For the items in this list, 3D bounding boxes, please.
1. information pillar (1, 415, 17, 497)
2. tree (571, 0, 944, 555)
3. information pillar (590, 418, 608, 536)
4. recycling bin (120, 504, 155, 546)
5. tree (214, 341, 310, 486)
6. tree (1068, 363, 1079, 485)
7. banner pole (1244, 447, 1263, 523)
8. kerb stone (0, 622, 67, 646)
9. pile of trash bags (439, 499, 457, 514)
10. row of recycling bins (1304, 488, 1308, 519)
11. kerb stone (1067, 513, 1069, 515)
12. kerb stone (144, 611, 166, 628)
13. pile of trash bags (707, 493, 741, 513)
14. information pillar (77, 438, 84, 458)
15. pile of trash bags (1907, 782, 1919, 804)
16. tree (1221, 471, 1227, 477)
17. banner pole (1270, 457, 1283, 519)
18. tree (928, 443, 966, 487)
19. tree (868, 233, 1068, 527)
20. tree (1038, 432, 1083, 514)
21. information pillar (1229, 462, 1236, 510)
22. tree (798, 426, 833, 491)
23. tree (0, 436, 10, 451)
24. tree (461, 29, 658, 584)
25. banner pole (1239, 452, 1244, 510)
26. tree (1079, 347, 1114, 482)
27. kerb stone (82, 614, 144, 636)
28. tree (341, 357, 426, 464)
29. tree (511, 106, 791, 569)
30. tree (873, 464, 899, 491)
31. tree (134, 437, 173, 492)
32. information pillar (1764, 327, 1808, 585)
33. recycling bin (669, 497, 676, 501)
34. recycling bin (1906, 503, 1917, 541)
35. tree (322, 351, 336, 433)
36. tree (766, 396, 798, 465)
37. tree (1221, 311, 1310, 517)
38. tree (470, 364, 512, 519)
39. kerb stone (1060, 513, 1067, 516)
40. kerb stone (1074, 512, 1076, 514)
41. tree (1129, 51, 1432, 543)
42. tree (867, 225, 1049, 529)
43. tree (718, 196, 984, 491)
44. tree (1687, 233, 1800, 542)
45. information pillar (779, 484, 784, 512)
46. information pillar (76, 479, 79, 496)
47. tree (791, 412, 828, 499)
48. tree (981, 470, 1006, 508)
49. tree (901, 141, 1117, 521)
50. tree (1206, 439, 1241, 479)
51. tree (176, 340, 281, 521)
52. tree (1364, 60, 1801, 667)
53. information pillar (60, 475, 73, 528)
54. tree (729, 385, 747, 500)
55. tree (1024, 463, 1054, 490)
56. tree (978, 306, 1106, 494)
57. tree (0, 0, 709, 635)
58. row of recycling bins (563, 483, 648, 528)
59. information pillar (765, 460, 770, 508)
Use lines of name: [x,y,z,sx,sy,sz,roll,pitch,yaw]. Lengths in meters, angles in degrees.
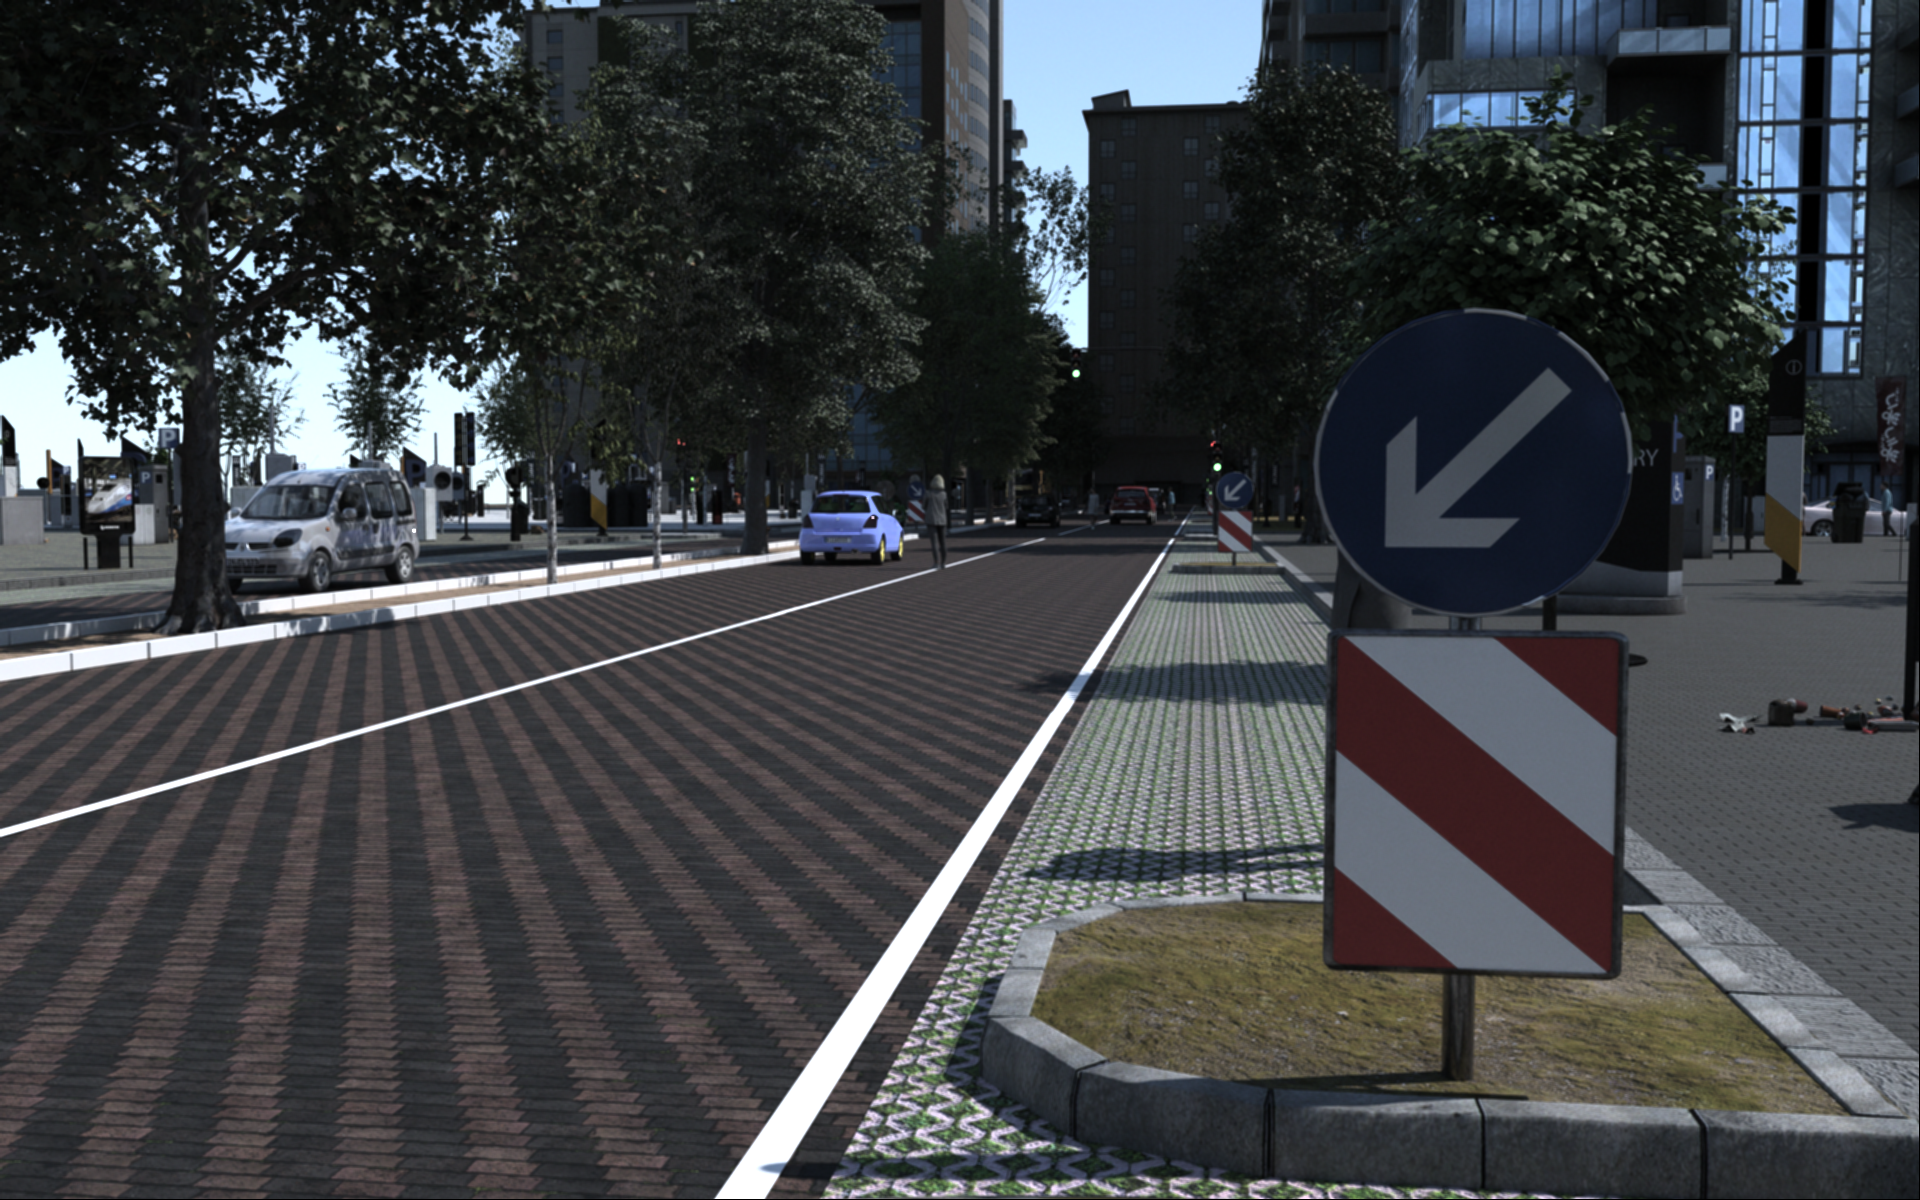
information pillar: [-28.277,-3.679,51.513,0.183,3.616,0.504,1,4,10]
tree: [-4.818,-8.025,40.324,9.857,13.997,8.962,0,3,0]
information pillar: [-11.055,-3.771,53.011,0.504,3.616,0.183,-1,4,-16]
recycling bin: [-20.619,-1.873,43.175,0.722,1.027,0.722,1,4,21]
tree: [-31.910,-7.829,78.360,4.360,8.622,3.978,0,3,0]
tree: [1.351,-9.893,82.336,7.486,12.596,7.792,0,3,0]
banner pole: [13.289,-5.368,77.776,0.401,3.779,0.863,-2,4,-24]
kerb stone: [-8.951,0.327,16.853,0.120,0.150,1.000,0,4,8]
pile of trash bags: [-31.949,-5.759,103.909,1.912,1.369,3.447,1,4,22]
row of recycling bins: [18.184,-4.895,87.140,1.069,1.692,3.534,0,4,-5]
kerb stone: [6.977,-5.707,115.505,0.120,0.150,1.000,0,4,8]
kerb stone: [-8.667,0.202,18.886,0.120,0.150,1.000,0,4,8]
pile of trash bags: [-16.110,-6.715,119.548,1.912,1.369,3.447,1,4,23]
information pillar: [-36.971,-4.987,72.888,0.183,3.616,0.504,-1,4,-10]
pile of trash bags: [4.833,0.242,5.788,1.912,1.369,3.447,0,4,2]
tree: [6.478,-2.471,24.109,4.285,4.588,4.351,0,3,0]
banner pole: [16.523,-6.117,90.038,0.863,3.779,0.401,1,4,14]
tree: [-0.879,-11.313,135.328,4.360,8.622,3.978,0,3,0]
tree: [0.365,-9.434,74.829,7.486,12.596,7.792,0,3,0]
tree: [7.253,-10.491,124.350,4.737,8.622,4.395,0,3,0]
information pillar: [19.237,-8.003,122.205,0.504,3.616,0.183,0,4,7]
tree: [-12.061,-11.414,136.983,4.737,8.622,4.395,0,3,0]
tree: [-15.995,-1.973,26.861,1.663,3.219,1.824,0,3,0]
tree: [-6.435,-4.529,26.869,4.737,8.622,4.395,0,3,0]
banner pole: [16.868,-6.904,102.905,0.863,3.779,0.401,0,4,4]
tree: [6.574,-12.078,118.065,7.486,12.596,7.792,0,3,0]
kerb stone: [-8.807,0.268,17.867,0.120,0.150,1.000,0,4,8]
tree: [-29.928,-8.499,89.314,4.360,8.622,3.978,0,3,0]
tree: [-5.763,-4.907,33.041,4.360,8.622,3.978,0,3,0]
tree: [-4.698,-6.942,108.106,1.663,3.219,1.824,0,3,0]
tree: [-24.035,-3.528,52.279,1.663,3.219,1.824,0,3,0]
information pillar: [11.715,-2.031,24.554,0.504,3.616,0.183,3,4,36]
recycling bin: [-23.622,-7.865,141.151,0.722,1.027,0.722,2,4,31]
recycling bin: [26.582,-2.146,47.641,0.722,1.027,0.722,-1,4,-16]
tree: [-23.416,-7.257,69.016,4.737,8.622,4.395,0,3,0]
tree: [-12.799,-9.611,107.506,4.737,8.622,4.395,0,3,0]
tree: [16.281,-10.411,95.973,9.928,11.665,9.643,0,3,0]
tree: [-23.592,-8.549,90.136,4.360,8.622,3.978,0,3,0]
kerb stone: [6.837,-5.645,114.493,0.120,0.150,1.000,0,4,8]
kerb stone: [7.840,-6.079,121.596,0.120,0.150,1.000,0,4,8]
tree: [9.241,-7.844,45.256,9.611,12.733,9.660,0,3,0]
tree: [-0.428,-8.433,66.092,9.928,11.665,9.643,0,3,0]
tree: [-3.357,-6.957,50.624,8.767,10.594,7.601,0,4,8]
tree: [20.602,-5.895,46.746,4.737,8.622,4.395,0,3,0]
information pillar: [-12.754,-7.297,123.802,0.304,2.012,0.304,-1,4,-20]
information pillar: [-41.737,-4.753,82.203,0.304,2.012,0.304,-3,4,-36]
tree: [-9.770,-9.050,98.332,4.360,8.622,3.978,0,3,0]
tree: [3.613,-10.735,159.232,4.285,4.588,4.351,0,3,0]
tree: [1.673,-14.370,93.295,12.611,20.169,13.585,0,3,0]
tree: [30.777,-15.367,201.615,4.360,8.622,3.978,0,3,0]
tree: [-30.072,-7.373,70.913,4.737,8.622,4.395,0,3,0]
tree: [4.558,-1.815,13.388,4.285,4.588,4.351,0,3,0]
information pillar: [-34.327,-3.794,66.521,0.304,2.012,0.304,3,5,43]
tree: [-13.020,-8.141,83.473,4.737,8.622,4.395,0,3,0]
tree: [9.251,-15.237,199.493,4.360,8.622,3.978,0,3,0]
tree: [4.573,-11.312,104.417,9.611,12.733,9.660,0,3,0]
tree: [-7.842,-6.010,17.735,9.611,12.733,9.660,0,3,0]
row of recycling bins: [-13.598,-3.646,66.719,3.534,1.692,1.069,-3,5,-43]
information pillar: [-11.582,-6.835,103.111,0.504,3.616,0.183,0,4,-5]
